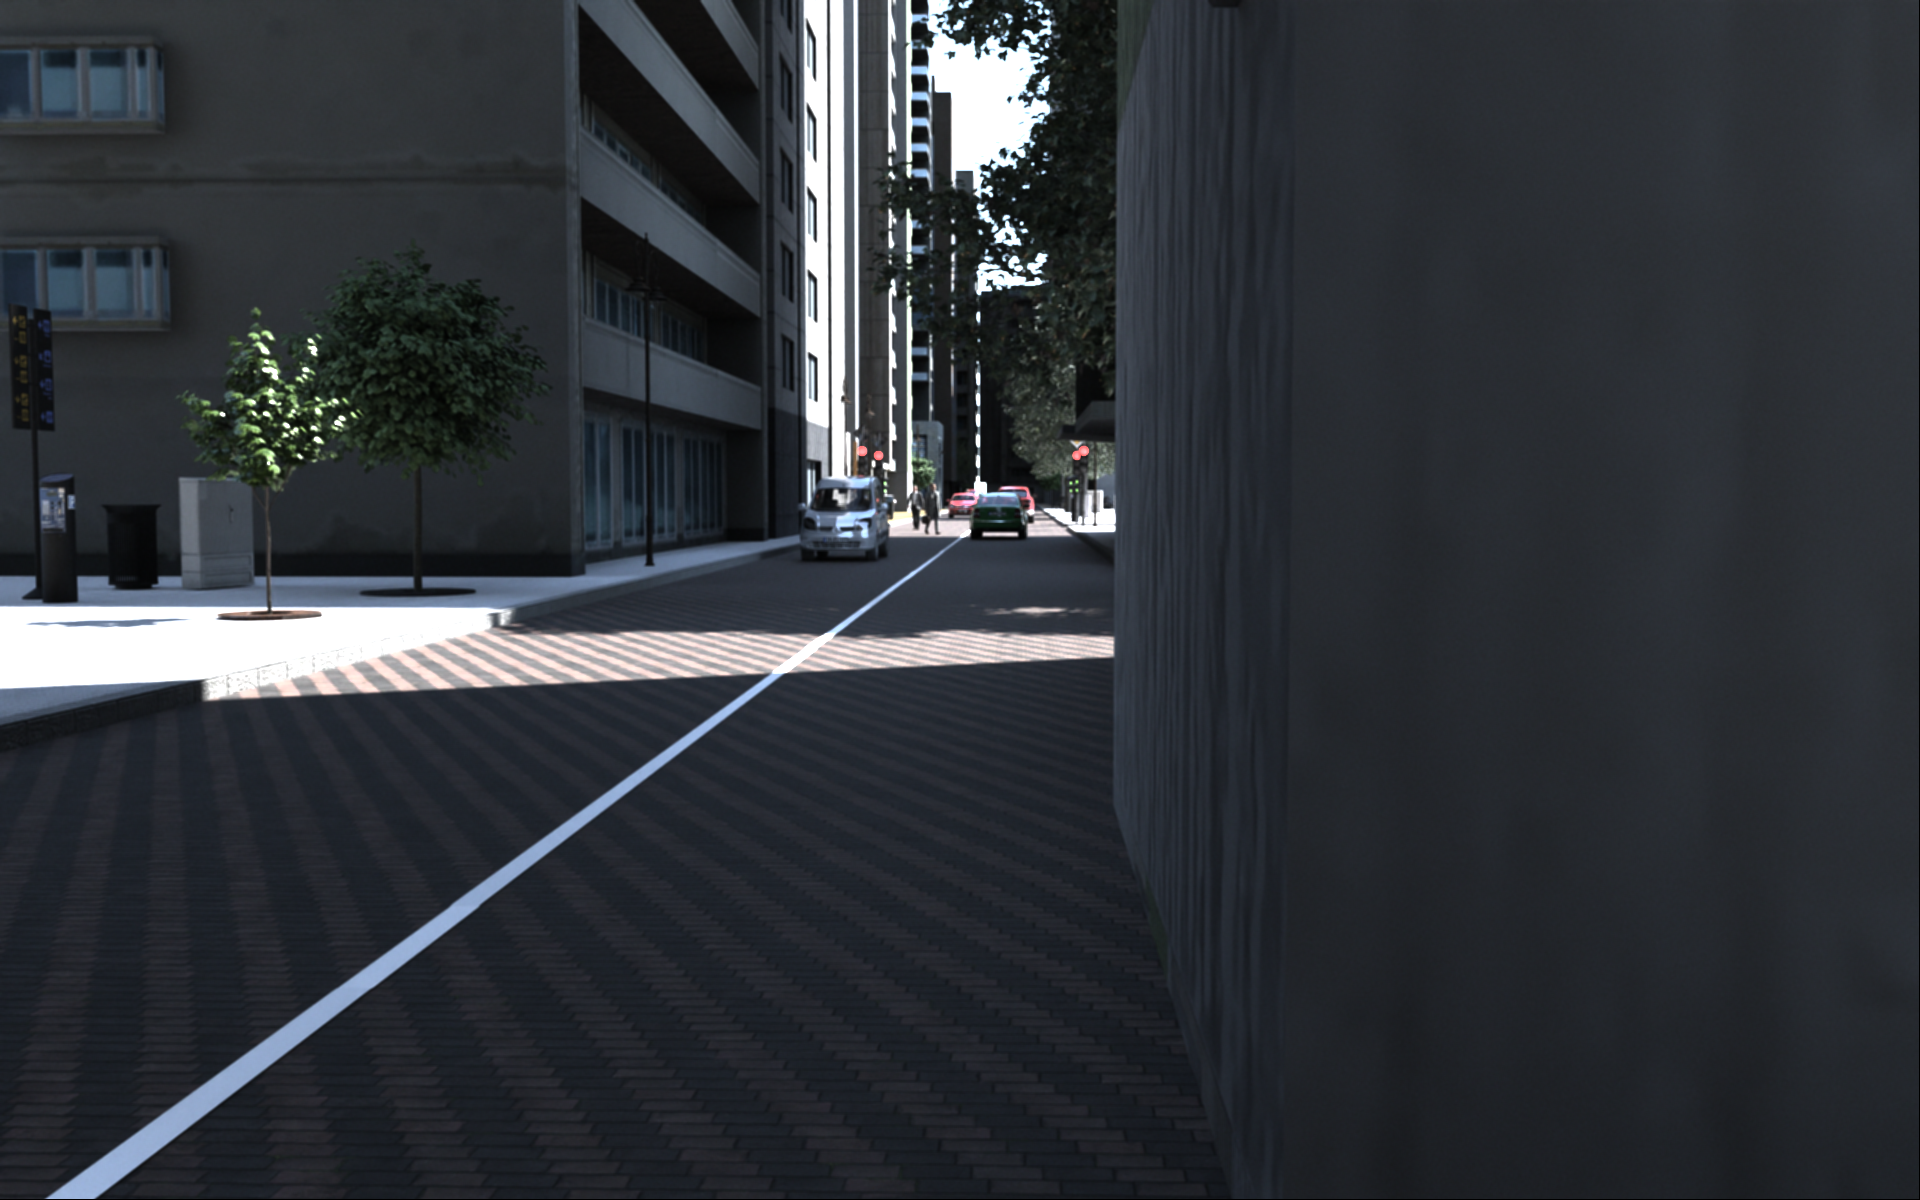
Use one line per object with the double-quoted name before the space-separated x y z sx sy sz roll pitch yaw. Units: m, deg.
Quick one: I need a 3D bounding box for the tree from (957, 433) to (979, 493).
"tree" 0.185 -15.320 200.837 4.737 8.622 4.395 0 3 0

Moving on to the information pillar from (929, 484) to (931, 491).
"information pillar" -1.955 -7.130 121.065 0.304 2.012 0.304 1 4 13

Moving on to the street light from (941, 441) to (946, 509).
"street light" -1.444 -10.855 150.272 0.468 5.910 1.993 0 4 2

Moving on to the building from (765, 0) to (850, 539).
"building" -15.079 -37.901 57.940 20.611 71.187 20.563 0 4 2

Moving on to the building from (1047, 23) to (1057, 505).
"building" 21.311 -40.996 212.289 21.231 58.520 28.212 0 4 2

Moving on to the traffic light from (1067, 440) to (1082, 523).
"traffic light" 5.142 -5.357 76.503 0.839 4.253 0.868 0 4 2

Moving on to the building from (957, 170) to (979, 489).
"building" -8.242 -38.064 246.052 21.600 48.544 21.300 0 4 2

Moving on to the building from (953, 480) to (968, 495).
"building" -13.727 -34.374 216.646 28.867 44.769 22.147 0 4 2

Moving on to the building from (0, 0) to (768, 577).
"building" -16.288 -25.226 36.143 21.300 48.544 21.600 0 4 2

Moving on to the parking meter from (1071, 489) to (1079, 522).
"parking meter" 5.254 -4.316 78.983 0.372 1.533 0.369 0 3 0

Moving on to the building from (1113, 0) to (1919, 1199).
"building" 7.779 -19.852 8.178 14.154 41.232 14.086 0 4 2

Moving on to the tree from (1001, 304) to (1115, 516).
"tree" 7.587 -13.043 119.914 9.857 13.997 8.962 0 3 0

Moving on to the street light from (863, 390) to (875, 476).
"street light" -4.031 -6.377 77.048 0.468 5.910 1.993 0 4 2

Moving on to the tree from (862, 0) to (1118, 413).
"tree" 3.943 -6.499 23.273 9.611 12.733 9.660 0 3 0

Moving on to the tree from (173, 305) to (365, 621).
"tree" -7.299 -1.425 17.900 1.663 3.219 1.824 0 3 0

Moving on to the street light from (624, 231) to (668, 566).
"street light" -5.546 -3.547 30.780 0.468 5.910 1.993 0 4 2

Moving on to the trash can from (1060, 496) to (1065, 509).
"trash can" 8.613 -8.104 144.156 0.748 1.137 0.748 0 3 0

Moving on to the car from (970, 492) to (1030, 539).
"car" 1.300 -2.925 56.616 1.959 1.807 4.718 0 4 3

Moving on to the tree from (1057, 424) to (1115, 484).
"tree" 8.358 -10.916 128.846 4.737 8.622 4.395 0 3 0

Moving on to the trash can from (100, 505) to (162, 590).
"trash can" -11.181 -0.719 23.401 0.748 1.137 0.748 0 3 0

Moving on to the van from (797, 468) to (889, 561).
"van" -2.533 -1.927 38.511 2.013 2.044 4.112 0 4 2

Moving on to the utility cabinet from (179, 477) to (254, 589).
"utility cabinet" -10.100 -0.912 23.585 0.318 1.500 1.173 1 4 12

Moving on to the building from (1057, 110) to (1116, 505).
"building" 23.929 -35.475 169.249 28.713 52.752 27.495 0 4 2

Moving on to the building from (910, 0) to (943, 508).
"building" -12.538 -52.190 165.970 22.319 86.520 31.000 0 4 2

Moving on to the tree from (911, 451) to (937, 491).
"tree" -3.424 -9.001 130.884 4.285 4.588 4.351 0 3 0

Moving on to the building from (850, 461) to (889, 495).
"building" -20.407 -24.593 93.980 32.217 40.220 23.993 0 4 2

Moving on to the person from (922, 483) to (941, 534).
"person" -0.971 -3.243 61.630 0.694 1.812 0.767 -2 4 -27

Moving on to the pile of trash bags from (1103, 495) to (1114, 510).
"pile of trash bags" 12.946 -8.284 145.190 1.912 1.369 3.447 1 4 20

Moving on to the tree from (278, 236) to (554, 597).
"tree" -6.935 -2.352 22.171 4.285 4.588 4.351 0 3 0

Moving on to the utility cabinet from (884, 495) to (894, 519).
"utility cabinet" -3.860 -4.669 87.504 1.020 1.237 0.306 -2 4 -24

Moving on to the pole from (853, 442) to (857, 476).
"pole" -4.067 -4.497 67.369 0.158 3.312 0.155 0 3 0

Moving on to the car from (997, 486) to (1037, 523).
"car" 2.692 -4.757 86.458 2.281 1.827 5.304 0 4 3

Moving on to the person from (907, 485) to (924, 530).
"person" -1.786 -3.693 69.276 0.661 1.777 0.834 0 4 1

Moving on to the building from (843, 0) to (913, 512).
"building" -10.792 -26.730 120.622 14.154 41.232 14.086 0 4 2

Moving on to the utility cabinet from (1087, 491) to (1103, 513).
"utility cabinet" 8.782 -6.432 113.838 1.173 1.500 0.318 2 4 28

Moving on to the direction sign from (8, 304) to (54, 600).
"direction sign" -11.277 -1.781 21.109 0.379 3.537 0.876 0 4 1

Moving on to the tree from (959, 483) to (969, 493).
"tree" 0.372 -14.367 229.494 1.663 3.219 1.824 0 3 0

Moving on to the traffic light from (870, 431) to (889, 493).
"traffic light" -3.564 -5.374 76.788 0.839 4.253 0.868 0 4 2

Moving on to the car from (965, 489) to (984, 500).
"car" 1.148 -7.923 138.209 2.281 1.827 5.304 0 4 0

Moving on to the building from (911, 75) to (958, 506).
"building" -7.523 -32.998 189.626 14.600 45.320 14.200 0 4 2

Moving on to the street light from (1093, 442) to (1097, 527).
"street light" 5.292 -5.803 67.674 0.468 5.910 1.993 0 4 2

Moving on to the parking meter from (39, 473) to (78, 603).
"parking meter" -10.657 -0.738 20.470 0.372 1.533 0.369 0 3 0

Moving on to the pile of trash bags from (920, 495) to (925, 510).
"pile of trash bags" -3.356 -7.851 138.109 1.912 1.369 3.447 2 4 30

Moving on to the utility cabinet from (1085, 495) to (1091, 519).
"utility cabinet" 6.730 -4.902 91.314 0.306 1.237 1.020 0 4 7

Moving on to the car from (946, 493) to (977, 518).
"car" 0.243 -5.858 104.811 2.155 1.783 4.494 0 4 2

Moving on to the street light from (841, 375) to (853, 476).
"street light" -4.434 -5.762 66.995 0.468 5.910 1.993 0 4 2

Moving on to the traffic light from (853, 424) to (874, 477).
"traffic light" -3.841 -4.886 68.808 0.839 4.253 0.868 0 4 2

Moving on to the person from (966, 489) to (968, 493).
"person" 0.545 -6.993 123.241 0.834 1.777 0.661 -1 4 -18

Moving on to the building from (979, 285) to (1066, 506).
"building" 9.646 -28.776 242.183 14.107 30.474 14.160 0 4 2

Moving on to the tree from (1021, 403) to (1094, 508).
"tree" 8.348 -14.052 147.871 7.486 12.596 7.792 0 3 0

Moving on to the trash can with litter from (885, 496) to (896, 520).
"trash can with litter" -3.524 -4.524 85.347 0.624 1.170 1.055 0 4 4

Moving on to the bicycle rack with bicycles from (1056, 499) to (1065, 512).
"bicycle rack with bicycles" 8.211 -6.870 125.710 2.852 0.926 2.925 -2 4 -24

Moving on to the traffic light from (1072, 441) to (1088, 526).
"traffic light" 4.865 -4.869 68.523 0.839 4.253 0.868 0 4 2

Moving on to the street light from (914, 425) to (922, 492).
"street light" -2.770 -8.620 113.730 0.468 5.910 1.993 0 4 2

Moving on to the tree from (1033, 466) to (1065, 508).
"tree" 8.243 -10.498 155.356 4.285 4.588 4.351 0 3 0
